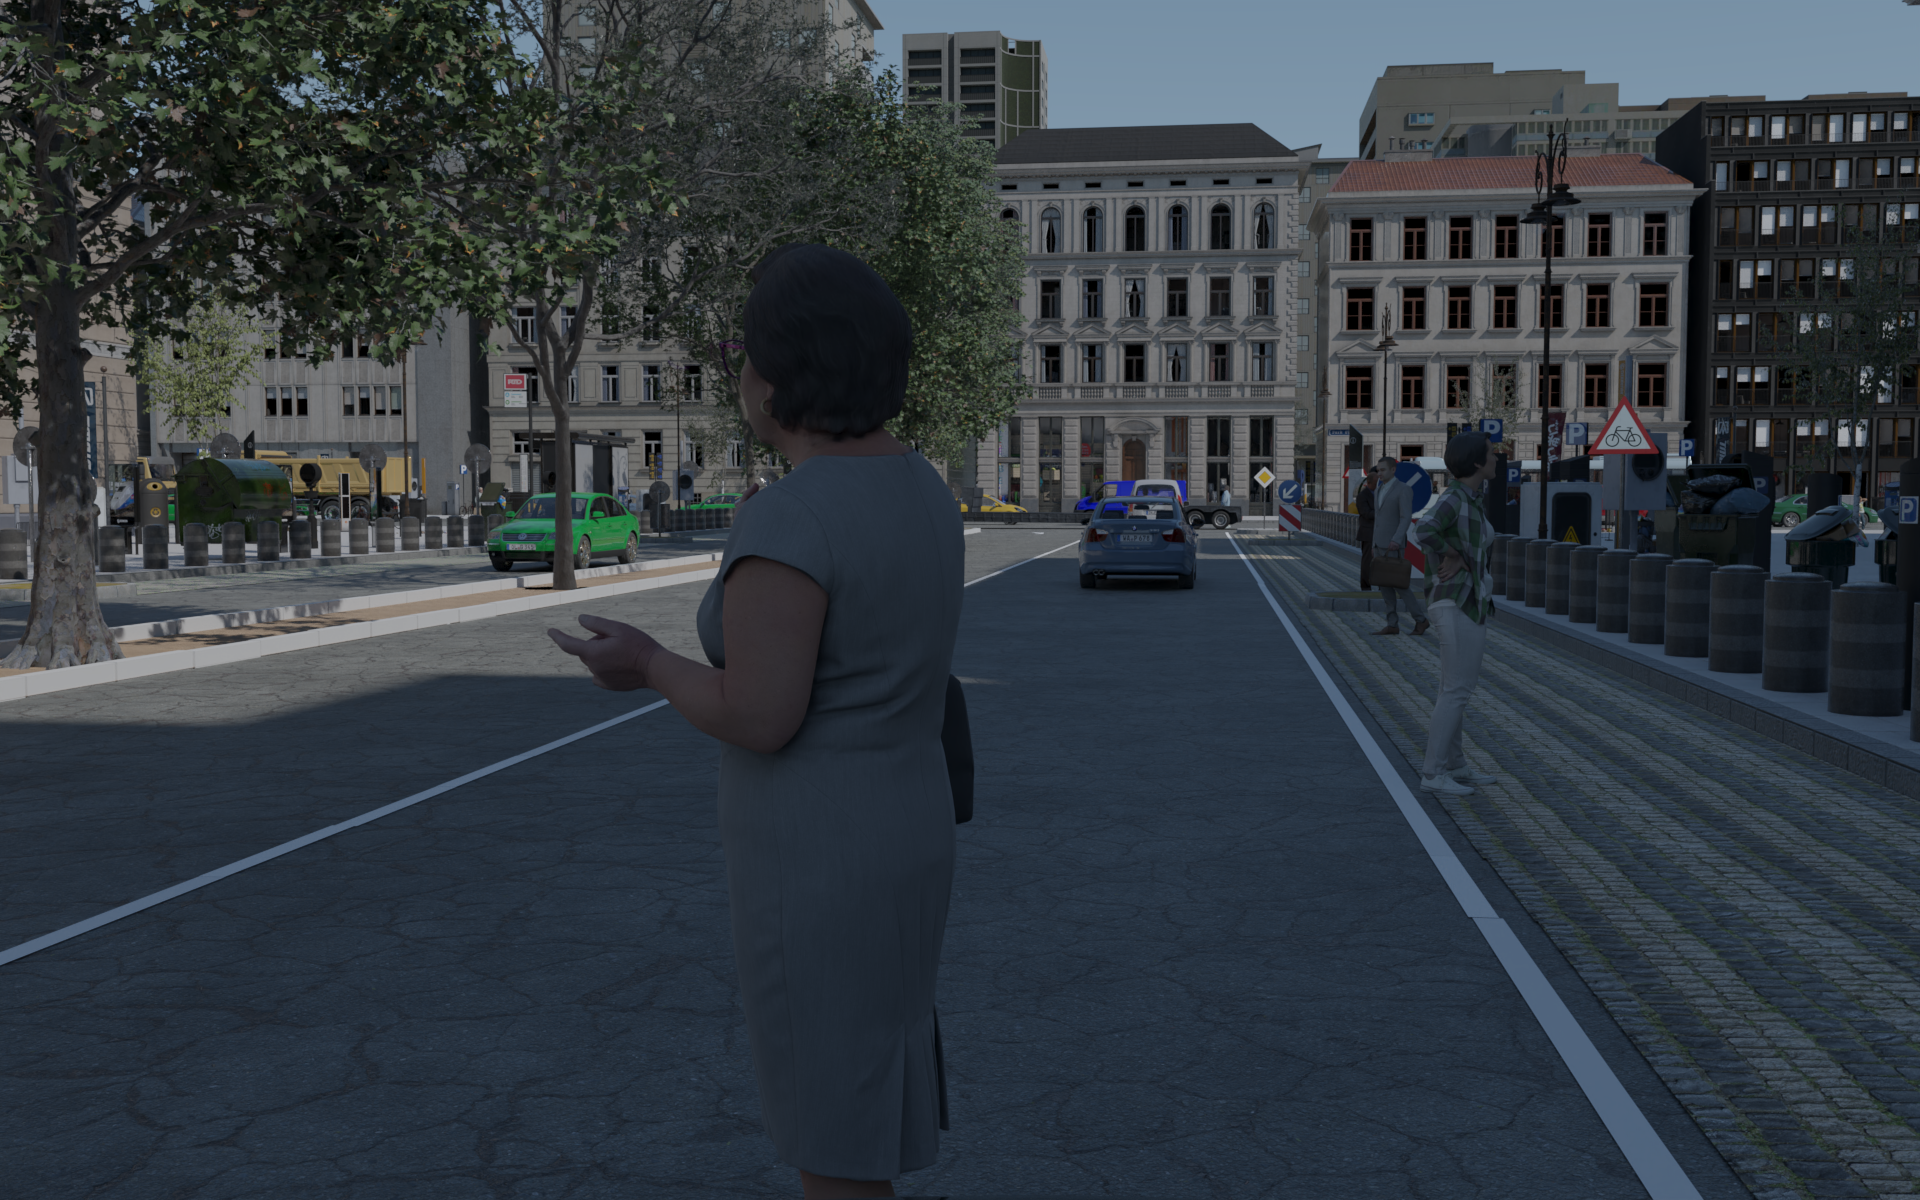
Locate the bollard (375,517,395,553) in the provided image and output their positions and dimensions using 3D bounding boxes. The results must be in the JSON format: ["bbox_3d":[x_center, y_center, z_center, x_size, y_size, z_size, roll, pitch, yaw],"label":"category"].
[{"bbox_3d":[-12.630,-1.427,38.053,0.404,0.777,0.398,0,3,0],"label":"bollard"}]

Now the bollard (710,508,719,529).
[{"bbox_3d":[-9.140,-2.965,63.193,0.404,0.777,0.398,0,3,0],"label":"bollard"}]

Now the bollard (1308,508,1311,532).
[{"bbox_3d":[11.945,-2.642,57.915,0.404,0.777,0.398,0,3,0],"label":"bollard"}]

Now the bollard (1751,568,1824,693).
[{"bbox_3d":[5.475,0.207,11.332,0.404,0.777,0.398,0,3,0],"label":"bollard"}]

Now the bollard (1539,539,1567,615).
[{"bbox_3d":[6.473,-0.232,18.513,0.404,0.777,0.398,0,3,0],"label":"bollard"}]

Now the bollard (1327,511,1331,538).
[{"bbox_3d":[10.779,-2.129,49.520,0.404,0.777,0.398,0,3,0],"label":"bollard"}]

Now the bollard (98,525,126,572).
[{"bbox_3d":[-13.959,-0.843,28.497,0.404,0.777,0.398,0,3,0],"label":"bollard"}]

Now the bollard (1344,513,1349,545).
[{"bbox_3d":[9.947,-1.764,43.557,0.404,0.777,0.398,0,3,0],"label":"bollard"}]

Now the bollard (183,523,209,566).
[{"bbox_3d":[-13.626,-0.989,30.889,0.404,0.777,0.398,0,3,0],"label":"bollard"}]

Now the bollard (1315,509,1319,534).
[{"bbox_3d":[11.437,-2.420,54.289,0.404,0.777,0.398,0,3,0],"label":"bollard"}]

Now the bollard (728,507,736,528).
[{"bbox_3d":[-8.814,-3.111,65.574,0.404,0.777,0.398,0,3,0],"label":"bollard"}]

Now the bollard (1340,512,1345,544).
[{"bbox_3d":[10.115,-1.837,44.752,0.404,0.777,0.398,0,3,0],"label":"bollard"}]

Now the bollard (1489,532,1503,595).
[{"bbox_3d":[6.969,-0.451,22.095,0.404,0.777,0.398,0,3,0],"label":"bollard"}]

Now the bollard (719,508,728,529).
[{"bbox_3d":[-8.978,-3.038,64.384,0.404,0.777,0.398,0,3,0],"label":"bollard"}]

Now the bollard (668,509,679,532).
[{"bbox_3d":[-9.810,-2.672,58.403,0.404,0.777,0.398,0,3,0],"label":"bollard"}]

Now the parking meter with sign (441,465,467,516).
[{"bbox_3d":[-30.345,-6.574,103.750,1.738,3.016,0.543,2,4,29],"label":"parking meter with sign"}]

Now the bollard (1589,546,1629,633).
[{"bbox_3d":[6.145,-0.087,16.132,0.404,0.777,0.398,0,3,0],"label":"bollard"}]

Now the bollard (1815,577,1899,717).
[{"bbox_3d":[5.312,0.280,10.142,0.404,0.777,0.398,0,3,0],"label":"bollard"}]

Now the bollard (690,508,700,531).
[{"bbox_3d":[-9.477,-2.818,60.786,0.404,0.777,0.398,0,3,0],"label":"bollard"}]

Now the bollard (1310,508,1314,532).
[{"bbox_3d":[11.775,-2.568,56.706,0.404,0.777,0.398,0,3,0],"label":"bollard"}]

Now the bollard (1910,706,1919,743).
[{"bbox_3d":[5.144,0.353,8.947,0.404,0.777,0.398,0,3,0],"label":"bollard"}]

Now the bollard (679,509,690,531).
[{"bbox_3d":[-9.644,-2.745,59.593,0.404,0.777,0.398,0,3,0],"label":"bollard"}]

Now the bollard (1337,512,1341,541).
[{"bbox_3d":[10.283,-1.910,45.942,0.404,0.777,0.398,0,3,0],"label":"bollard"}]

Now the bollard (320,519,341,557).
[{"bbox_3d":[-12.963,-1.282,35.673,0.404,0.777,0.398,0,3,0],"label":"bollard"}]

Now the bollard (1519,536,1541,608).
[{"bbox_3d":[6.641,-0.305,19.704,0.404,0.777,0.398,0,3,0],"label":"bollard"}]

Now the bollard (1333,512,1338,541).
[{"bbox_3d":[10.445,-1.983,47.140,0.404,0.777,0.398,0,3,0],"label":"bollard"}]

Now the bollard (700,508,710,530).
[{"bbox_3d":[-9.309,-2.892,61.998,0.404,0.777,0.398,0,3,0],"label":"bollard"}]

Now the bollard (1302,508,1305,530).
[{"bbox_3d":[12.442,-2.862,61.509,0.404,0.777,0.398,0,3,0],"label":"bollard"}]

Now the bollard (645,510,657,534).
[{"bbox_3d":[-10.139,-2.525,56.005,0.404,0.777,0.398,0,3,0],"label":"bollard"}]

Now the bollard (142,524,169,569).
[{"bbox_3d":[-13.793,-0.916,29.689,0.404,0.777,0.398,0,3,0],"label":"bollard"}]

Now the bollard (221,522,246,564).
[{"bbox_3d":[-13.461,-1.062,32.089,0.404,0.777,0.398,0,3,0],"label":"bollard"}]

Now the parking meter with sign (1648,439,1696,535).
[{"bbox_3d":[22.392,-3.567,54.582,1.738,3.016,0.543,-2,4,-33],"label":"parking meter with sign"}]

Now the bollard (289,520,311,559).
[{"bbox_3d":[-13.130,-1.208,34.472,0.404,0.777,0.398,0,3,0],"label":"bollard"}]

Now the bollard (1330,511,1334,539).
[{"bbox_3d":[10.612,-2.056,48.330,0.404,0.777,0.398,0,3,0],"label":"bollard"}]

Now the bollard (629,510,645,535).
[{"bbox_3d":[-10.311,-2.451,54.792,0.404,0.777,0.398,0,3,0],"label":"bollard"}]

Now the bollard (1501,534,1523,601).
[{"bbox_3d":[6.803,-0.378,20.894,0.404,0.777,0.398,0,3,0],"label":"bollard"}]

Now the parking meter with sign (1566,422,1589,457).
[{"bbox_3d":[14.401,-2.776,41.648,1.738,3.016,0.543,-3,5,-42],"label":"parking meter with sign"}]

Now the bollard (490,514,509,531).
[{"bbox_3d":[-11.802,-1.793,44.027,0.404,0.777,0.398,0,3,0],"label":"bollard"}]

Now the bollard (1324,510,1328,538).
[{"bbox_3d":[10.940,-2.202,50.715,0.404,0.777,0.398,0,3,0],"label":"bollard"}]

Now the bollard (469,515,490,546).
[{"bbox_3d":[-11.969,-1.720,42.837,0.404,0.777,0.398,0,3,0],"label":"bollard"}]

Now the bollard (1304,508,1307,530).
[{"bbox_3d":[12.278,-2.789,60.314,0.404,0.777,0.398,0,3,0],"label":"bollard"}]

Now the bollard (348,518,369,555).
[{"bbox_3d":[-12.798,-1.355,36.864,0.404,0.777,0.398,0,3,0],"label":"bollard"}]

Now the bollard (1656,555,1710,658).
[{"bbox_3d":[5.811,0.059,13.745,0.404,0.777,0.398,0,3,0],"label":"bollard"}]

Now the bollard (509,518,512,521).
[{"bbox_3d":[-11.640,-1.866,45.218,0.404,0.777,0.398,0,3,0],"label":"bollard"}]

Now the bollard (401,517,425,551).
[{"bbox_3d":[-12.465,-1.501,39.257,0.404,0.777,0.398,0,3,0],"label":"bollard"}]

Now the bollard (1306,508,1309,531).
[{"bbox_3d":[12.112,-2.715,59.114,0.404,0.777,0.398,0,3,0],"label":"bollard"}]

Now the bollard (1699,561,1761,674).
[{"bbox_3d":[5.644,0.133,12.541,0.404,0.777,0.398,0,3,0],"label":"bollard"}]

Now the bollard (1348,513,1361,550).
[{"bbox_3d":[9.784,-1.691,42.361,0.404,0.777,0.398,0,3,0],"label":"bollard"}]

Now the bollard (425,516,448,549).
[{"bbox_3d":[-12.296,-1.574,40.447,0.404,0.777,0.398,0,3,0],"label":"bollard"}]

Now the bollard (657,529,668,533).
[{"bbox_3d":[-9.978,-2.598,57.201,0.404,0.777,0.398,0,3,0],"label":"bollard"}]

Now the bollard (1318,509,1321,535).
[{"bbox_3d":[11.279,-2.347,53.097,0.404,0.777,0.398,0,3,0],"label":"bollard"}]

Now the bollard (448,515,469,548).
[{"bbox_3d":[-12.134,-1.647,41.638,0.404,0.777,0.398,0,3,0],"label":"bollard"}]

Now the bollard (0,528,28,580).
[{"bbox_3d":[-14.291,-0.697,26.116,0.404,0.777,0.398,0,3,0],"label":"bollard"}]

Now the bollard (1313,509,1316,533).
[{"bbox_3d":[11.607,-2.494,55.492,0.404,0.777,0.398,0,3,0],"label":"bollard"}]

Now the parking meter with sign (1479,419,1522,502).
[{"bbox_3d":[12.411,-2.638,39.392,0.543,3.016,1.738,0,4,-8],"label":"parking meter with sign"}]

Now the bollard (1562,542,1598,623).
[{"bbox_3d":[6.307,-0.159,17.323,0.404,0.777,0.398,0,3,0],"label":"bollard"}]

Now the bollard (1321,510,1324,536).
[{"bbox_3d":[11.106,-2.275,51.908,0.404,0.777,0.398,0,3,0],"label":"bollard"}]

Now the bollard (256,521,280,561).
[{"bbox_3d":[-13.295,-1.135,33.279,0.404,0.777,0.398,0,3,0],"label":"bollard"}]

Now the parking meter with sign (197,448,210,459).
[{"bbox_3d":[-28.523,-4.213,65.140,0.543,3.016,1.738,-1,4,-14],"label":"parking meter with sign"}]

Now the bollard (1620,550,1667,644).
[{"bbox_3d":[5.983,-0.014,14.941,0.404,0.777,0.398,0,3,0],"label":"bollard"}]
